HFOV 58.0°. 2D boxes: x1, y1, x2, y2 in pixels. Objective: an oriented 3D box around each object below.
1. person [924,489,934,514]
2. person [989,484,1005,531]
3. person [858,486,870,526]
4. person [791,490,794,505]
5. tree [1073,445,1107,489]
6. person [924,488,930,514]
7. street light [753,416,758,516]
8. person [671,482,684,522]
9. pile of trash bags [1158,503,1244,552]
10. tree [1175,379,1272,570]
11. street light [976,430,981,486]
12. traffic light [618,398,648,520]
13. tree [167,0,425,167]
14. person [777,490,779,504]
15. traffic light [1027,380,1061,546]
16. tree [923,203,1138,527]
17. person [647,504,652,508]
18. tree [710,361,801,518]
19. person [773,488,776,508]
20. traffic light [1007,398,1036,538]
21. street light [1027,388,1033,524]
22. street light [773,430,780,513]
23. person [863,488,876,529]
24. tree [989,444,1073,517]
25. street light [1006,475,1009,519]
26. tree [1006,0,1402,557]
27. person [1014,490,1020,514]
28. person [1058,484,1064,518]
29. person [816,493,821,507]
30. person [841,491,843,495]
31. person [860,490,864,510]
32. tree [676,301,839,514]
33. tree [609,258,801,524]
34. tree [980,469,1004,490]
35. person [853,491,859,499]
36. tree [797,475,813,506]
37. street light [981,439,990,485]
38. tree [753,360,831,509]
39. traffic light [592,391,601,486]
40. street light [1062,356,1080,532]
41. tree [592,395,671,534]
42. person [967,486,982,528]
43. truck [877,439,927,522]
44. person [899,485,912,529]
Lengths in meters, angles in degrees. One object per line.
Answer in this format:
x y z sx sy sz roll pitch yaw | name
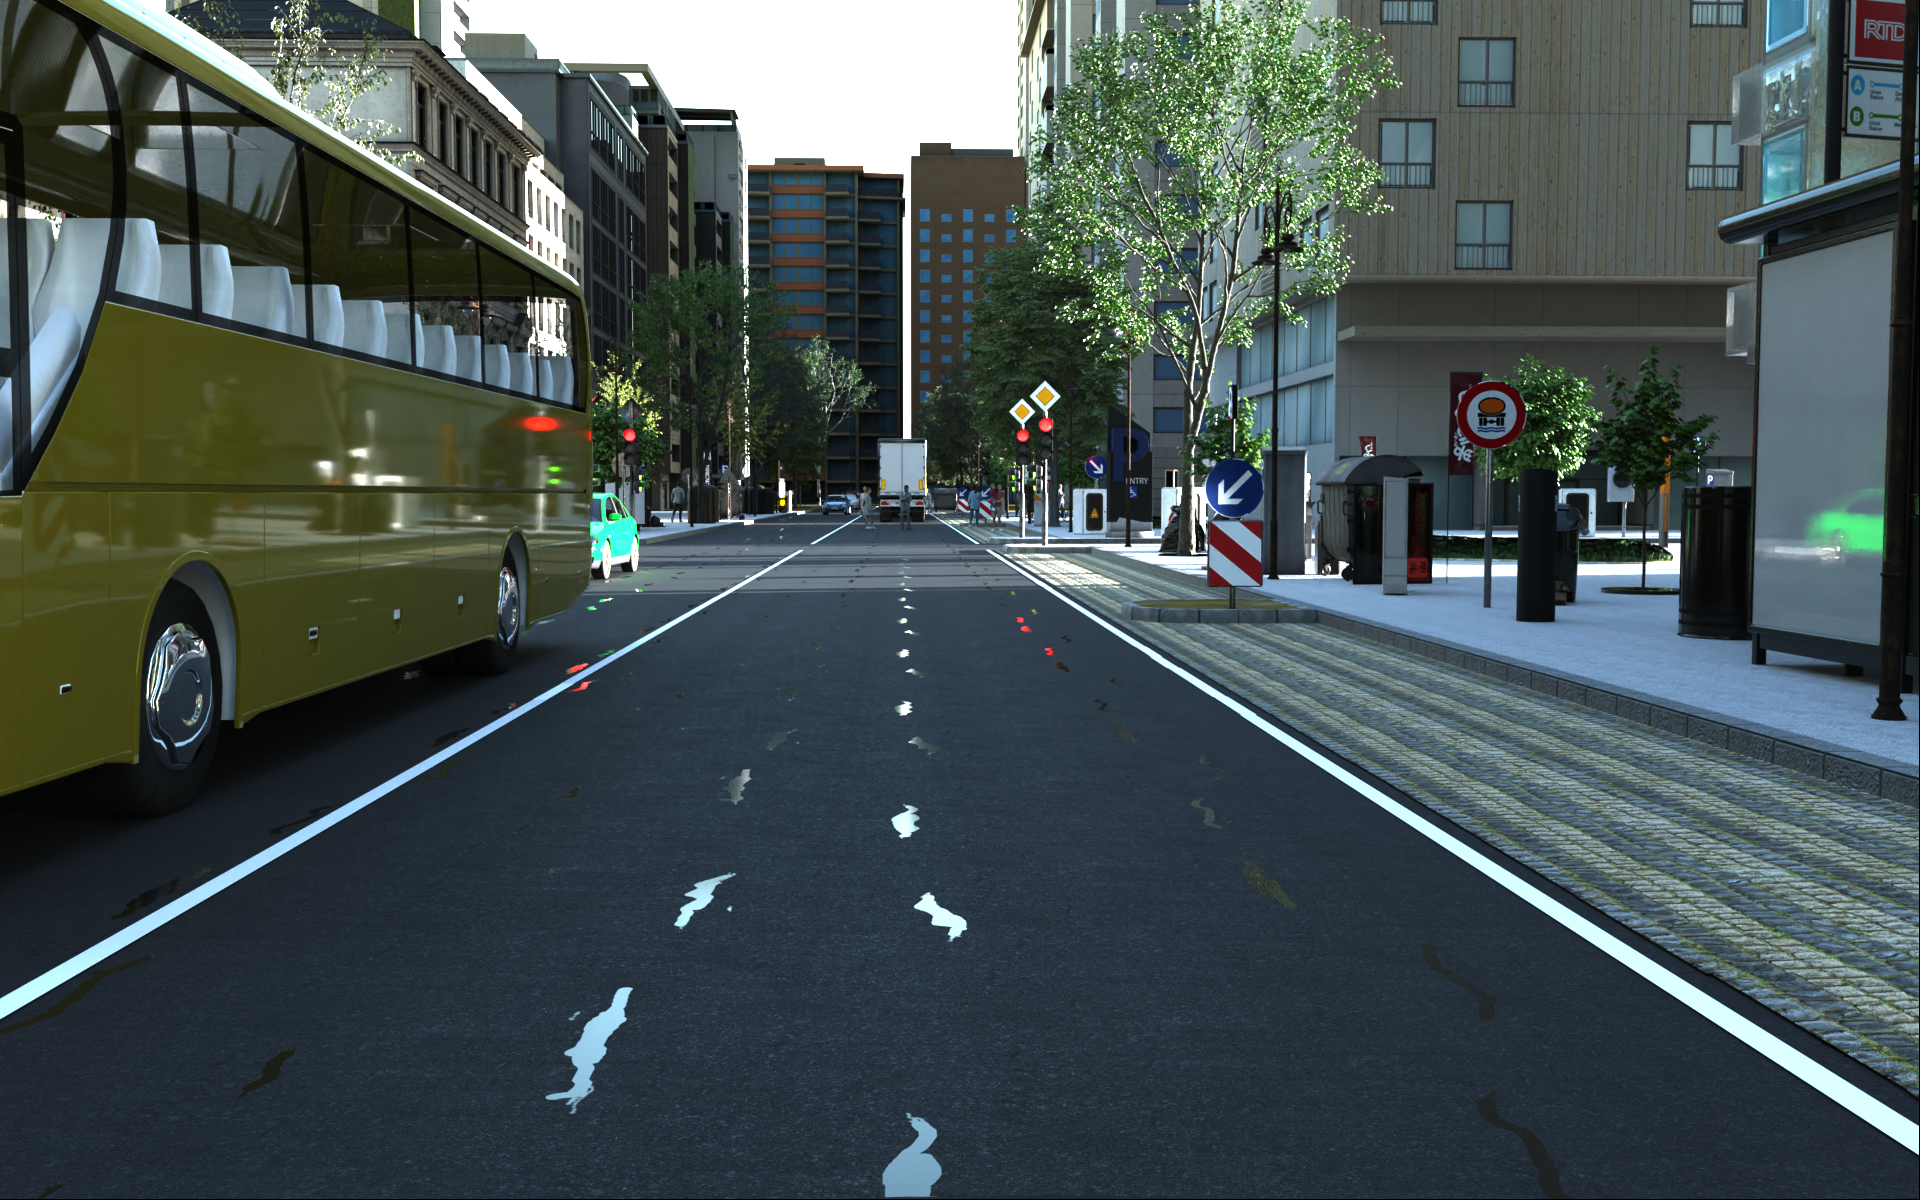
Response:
-2.207 -6.958 122.612 0.694 1.780 0.624 -3 5 -44 | person
1.374 -3.529 66.180 0.580 1.828 0.573 -2 4 -33 | person
-4.271 -4.282 78.857 0.694 1.780 0.624 2 4 29 | person
-19.406 -11.954 202.220 0.721 1.736 1.217 1 4 22 | person
6.922 -7.024 98.555 4.285 4.588 4.351 0 3 0 | tree
-2.353 -7.157 125.383 0.748 1.841 0.638 -2 4 -32 | person
-11.855 -7.773 99.881 0.468 5.910 1.993 0 4 -2 | street light
-12.890 -4.474 79.046 0.661 1.843 0.795 1 4 14 | person
5.728 -1.810 39.342 1.912 1.369 3.447 1 4 21 | pile of trash bags
4.478 -2.128 29.401 1.663 3.219 1.824 0 3 0 | tree
1.329 -9.311 125.030 0.468 5.910 1.993 0 4 -2 | street light
-9.551 -3.764 50.464 0.839 4.253 0.868 0 4 -2 | traffic light
-9.324 -4.459 23.272 4.360 8.622 3.978 0 3 0 | tree
-12.994 -7.266 124.928 0.616 1.811 0.778 -1 4 -12 | person
2.082 -3.301 42.895 0.839 4.253 0.868 0 4 -2 | traffic light
3.479 -9.112 67.105 7.486 12.596 7.792 0 3 0 | tree
-19.117 -5.678 104.375 1.012 1.151 0.738 1 4 17 | person
-11.978 -8.818 94.544 4.737 8.622 4.395 0 3 0 | tree
-16.524 -9.079 154.488 0.705 1.824 1.348 -2 4 -34 | person
1.803 -3.789 50.875 0.839 4.253 0.868 0 4 -2 | traffic light
2.999 -6.227 74.606 0.468 5.910 1.993 0 4 -2 | street light
-12.340 -8.777 116.296 0.468 5.910 1.993 0 4 -2 | street light
-3.771 -3.787 71.416 0.522 1.701 0.512 1 4 15 | person
3.235 -6.944 97.250 4.285 4.588 4.351 0 3 0 | tree
2.489 -7.210 90.665 0.468 5.910 1.993 0 4 -2 | street light
4.870 -6.715 35.542 9.928 11.665 9.643 0 3 0 | tree
3.680 -6.297 109.093 0.635 1.810 0.391 1 4 23 | person
5.453 -5.316 93.130 0.590 1.801 0.661 2 4 30 | person
-14.482 -10.296 177.574 0.799 1.438 0.628 3 5 40 | person
-13.539 -11.730 200.970 0.721 1.739 1.217 -2 4 -29 | person
-8.981 -9.198 158.843 0.705 1.831 1.348 0 4 3 | person
-12.784 -12.150 109.022 12.009 13.543 11.850 0 3 0 | tree
-11.123 -9.143 75.241 9.928 11.665 9.643 0 3 0 | tree
2.337 -7.150 111.503 1.663 3.219 1.824 0 3 0 | tree
-10.972 -10.586 182.126 0.990 1.755 0.434 2 4 34 | person
-14.845 -10.543 166.975 1.663 3.219 1.824 0 3 0 | tree
1.780 -8.290 108.327 0.468 5.910 1.993 0 4 -2 | street light
-14.120 -13.872 144.936 7.486 12.596 7.792 0 3 0 | tree
-9.272 -3.276 42.484 0.839 4.253 0.868 0 4 -2 | traffic light
3.722 -5.212 58.002 0.468 5.910 1.993 0 4 -2 | street light
-11.012 -4.409 55.796 4.285 4.588 4.351 0 3 0 | tree
0.611 -3.947 73.297 0.793 1.790 0.793 -3 4 -38 | person
-3.108 -6.370 93.065 2.839 4.237 11.283 0 4 -2 | truck
-2.215 -3.790 70.649 0.511 1.800 0.466 -1 4 -20 | person
